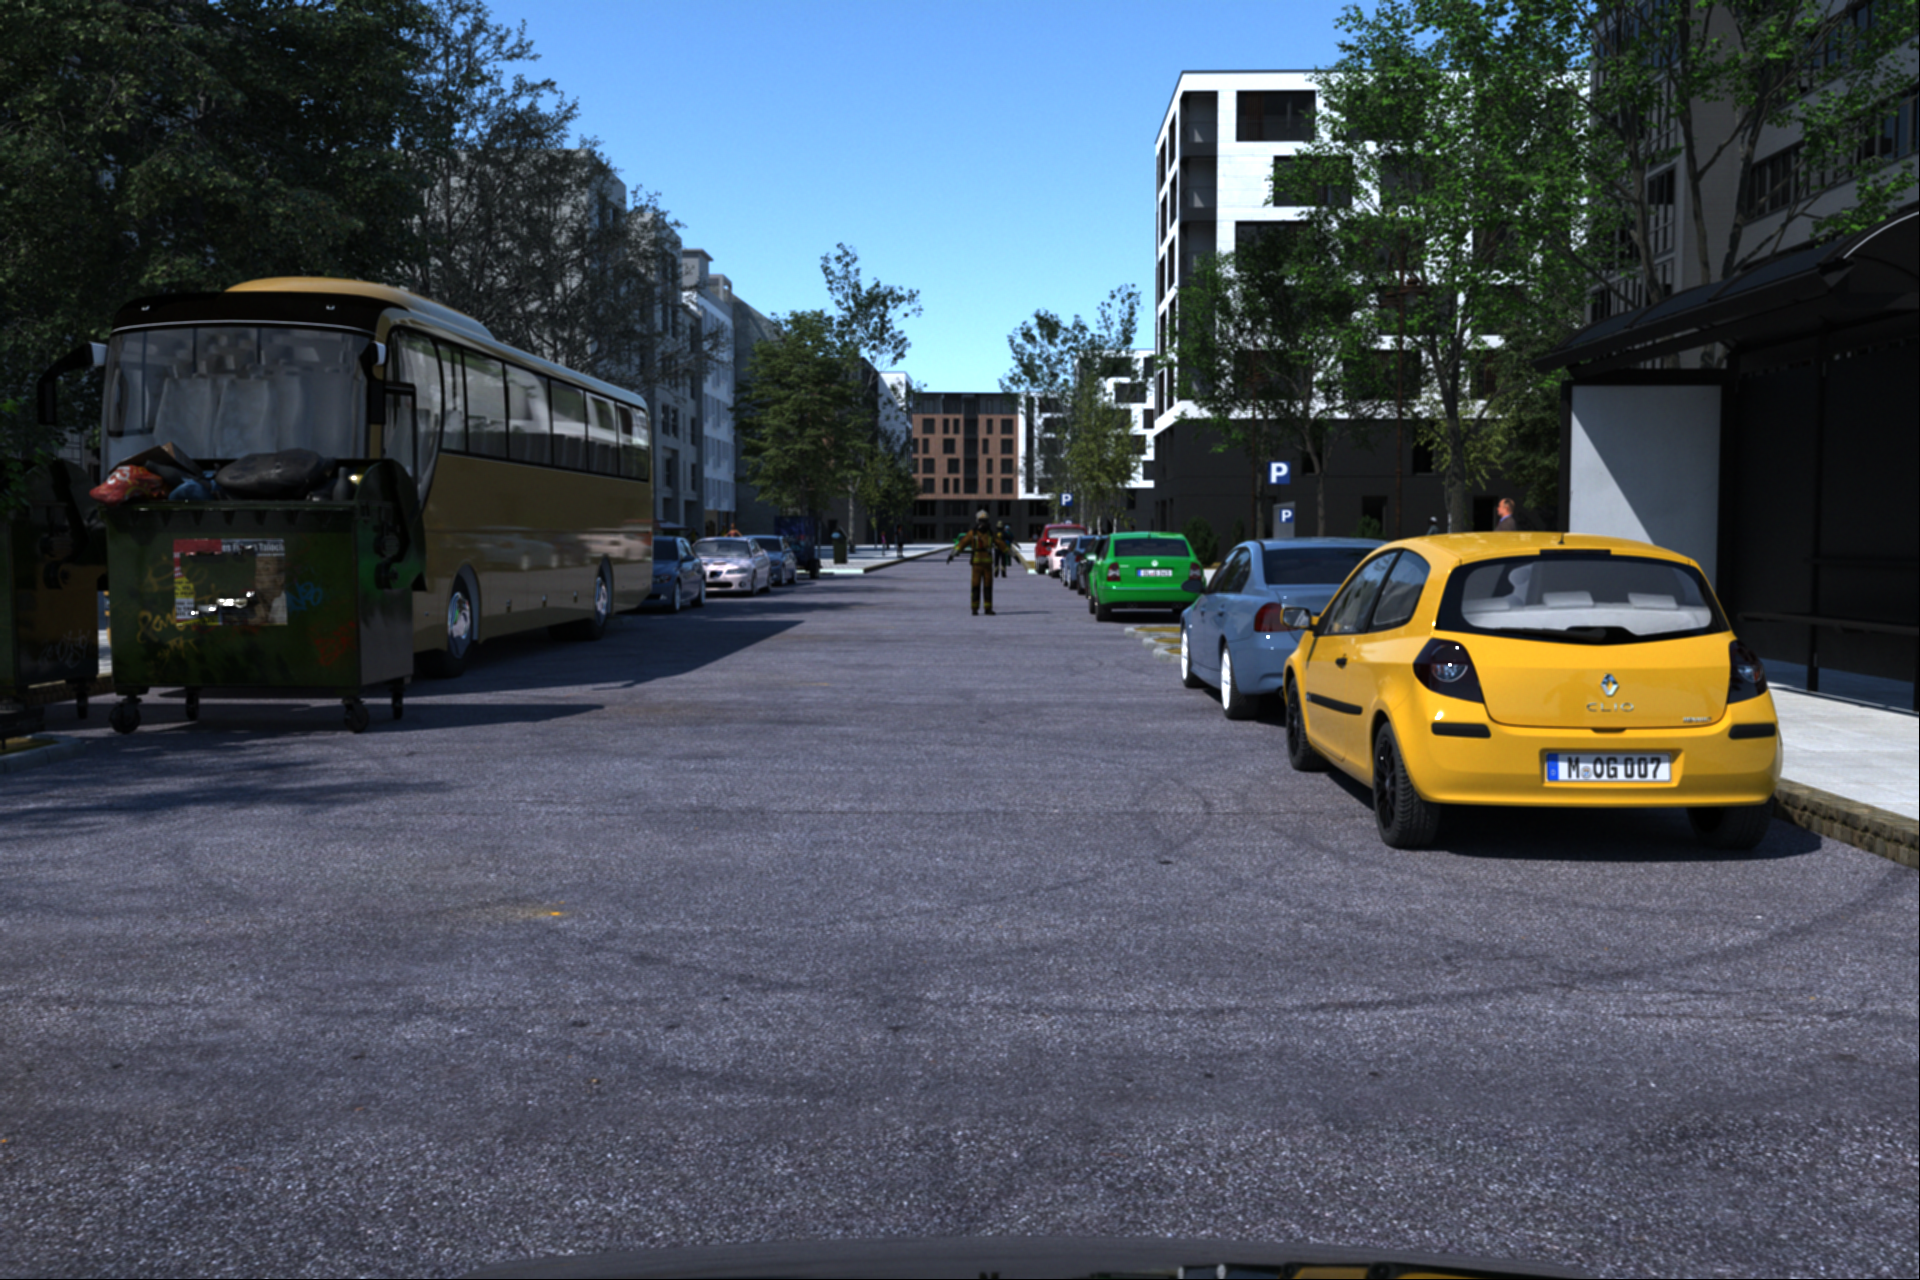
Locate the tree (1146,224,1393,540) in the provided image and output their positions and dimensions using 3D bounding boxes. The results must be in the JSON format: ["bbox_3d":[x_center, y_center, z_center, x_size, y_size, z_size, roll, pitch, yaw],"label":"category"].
[{"bbox_3d":[10.247,-8.073,57.750,9.928,11.665,9.643,0,3,0],"label":"tree"}]

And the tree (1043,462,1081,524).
[{"bbox_3d":[9.245,-12.473,154.301,4.737,8.622,4.395,0,3,0],"label":"tree"}]

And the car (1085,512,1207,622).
[{"bbox_3d":[3.149,-1.276,29.652,1.959,1.807,4.718,0,4,2],"label":"car"}]

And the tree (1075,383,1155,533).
[{"bbox_3d":[7.546,-8.205,84.507,4.360,8.622,3.978,0,3,0],"label":"tree"}]

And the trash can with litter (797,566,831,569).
[{"bbox_3d":[-5.606,-3.296,64.948,1.678,1.210,2.233,0,4,1],"label":"trash can with litter"}]

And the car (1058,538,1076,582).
[{"bbox_3d":[3.838,-2.319,50.495,1.945,1.354,3.894,0,4,1],"label":"car"}]

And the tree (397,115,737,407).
[{"bbox_3d":[-11.733,-8.551,50.173,12.009,13.543,11.850,0,3,0],"label":"tree"}]

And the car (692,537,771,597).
[{"bbox_3d":[-5.581,-1.752,41.001,2.083,1.381,4.827,0,4,1],"label":"car"}]

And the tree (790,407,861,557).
[{"bbox_3d":[-8.028,-8.918,96.172,4.360,8.622,3.978,0,3,0],"label":"tree"}]

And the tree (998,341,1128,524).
[{"bbox_3d":[10.903,-19.109,168.315,12.611,20.169,13.585,0,3,0],"label":"tree"}]

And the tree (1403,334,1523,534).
[{"bbox_3d":[18.195,-6.905,63.265,4.737,8.622,4.395,0,3,0],"label":"tree"}]

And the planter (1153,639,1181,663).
[{"bbox_3d":[3.250,0.074,19.937,1.991,0.319,1.994,0,4,0],"label":"planter"}]

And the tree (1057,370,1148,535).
[{"bbox_3d":[6.284,-7.762,77.275,4.737,8.622,4.395,0,3,0],"label":"tree"}]

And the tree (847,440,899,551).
[{"bbox_3d":[-6.804,-11.288,134.924,4.737,8.622,4.395,0,3,0],"label":"tree"}]

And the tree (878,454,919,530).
[{"bbox_3d":[-5.674,-12.797,159.587,4.737,8.622,4.395,0,3,0],"label":"tree"}]

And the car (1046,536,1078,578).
[{"bbox_3d":[3.919,-2.775,57.729,2.083,1.381,4.827,0,4,1],"label":"car"}]

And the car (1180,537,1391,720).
[{"bbox_3d":[2.932,-0.162,14.651,2.014,1.417,4.499,0,4,1],"label":"car"}]

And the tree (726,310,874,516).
[{"bbox_3d":[-7.999,-10.368,87.637,7.486,12.596,7.792,0,3,0],"label":"tree"}]

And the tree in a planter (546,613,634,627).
[{"bbox_3d":[-6.304,-1.859,27.619,1.991,3.239,1.994,0,4,1],"label":"tree in a planter"}]

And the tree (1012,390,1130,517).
[{"bbox_3d":[9.485,-14.399,145.786,12.009,13.543,11.850,0,3,0],"label":"tree"}]

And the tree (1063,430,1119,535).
[{"bbox_3d":[8.683,-10.343,119.465,4.360,8.622,3.978,0,3,0],"label":"tree"}]

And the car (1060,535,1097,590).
[{"bbox_3d":[3.681,-2.075,45.925,2.014,1.417,4.499,0,4,1],"label":"car"}]

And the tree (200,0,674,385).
[{"bbox_3d":[-11.471,-7.804,37.970,12.009,13.543,11.850,0,3,0],"label":"tree"}]

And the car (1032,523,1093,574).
[{"bbox_3d":[3.794,-3.342,63.316,2.281,1.827,5.304,0,4,1],"label":"car"}]

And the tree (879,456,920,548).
[{"bbox_3d":[-5.682,-12.490,154.577,4.737,8.622,4.395,0,3,0],"label":"tree"}]

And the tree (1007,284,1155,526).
[{"bbox_3d":[10.641,-16.780,130.244,12.611,20.169,13.585,0,3,0],"label":"tree"}]

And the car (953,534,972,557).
[{"bbox_3d":[0.563,-6.289,111.614,1.959,1.807,4.718,0,4,2],"label":"car"}]

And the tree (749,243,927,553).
[{"bbox_3d":[-8.238,-15.886,115.618,12.611,20.169,13.585,0,3,0],"label":"tree"}]

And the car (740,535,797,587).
[{"bbox_3d":[-5.625,-2.239,48.603,2.014,1.417,4.499,0,4,1],"label":"car"}]

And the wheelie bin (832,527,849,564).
[{"bbox_3d":[-5.145,-4.062,74.319,0.693,1.594,0.980,0,4,2],"label":"wheelie bin"}]

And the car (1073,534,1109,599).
[{"bbox_3d":[3.624,-1.825,39.622,2.009,1.686,4.222,0,3,0],"label":"car"}]

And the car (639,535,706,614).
[{"bbox_3d":[-5.916,-1.267,32.717,2.014,1.417,4.499,0,4,1],"label":"car"}]

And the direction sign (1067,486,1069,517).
[{"bbox_3d":[5.069,-5.445,81.027,0.379,3.537,0.876,0,3,0],"label":"direction sign"}]

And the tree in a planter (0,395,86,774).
[{"bbox_3d":[-6.680,-0.824,10.692,1.991,3.239,1.994,0,4,1],"label":"tree in a planter"}]

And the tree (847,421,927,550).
[{"bbox_3d":[-6.269,-12.780,143.360,7.601,10.594,8.767,-3,4,-39],"label":"tree"}]

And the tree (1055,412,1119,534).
[{"bbox_3d":[7.683,-9.236,101.376,4.360,8.622,3.978,0,3,0],"label":"tree"}]

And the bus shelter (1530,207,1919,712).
[{"bbox_3d":[6.188,-1.179,13.197,2.014,3.302,5.546,0,4,1],"label":"bus shelter"}]

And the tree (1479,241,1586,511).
[{"bbox_3d":[25.743,-10.047,70.918,9.857,13.997,8.962,0,3,0],"label":"tree"}]

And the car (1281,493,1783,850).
[{"bbox_3d":[2.823,0.056,9.309,2.015,1.641,3.980,0,4,2],"label":"car"}]

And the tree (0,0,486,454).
[{"bbox_3d":[-12.130,-7.320,26.337,9.857,13.997,8.962,0,3,0],"label":"tree"}]
